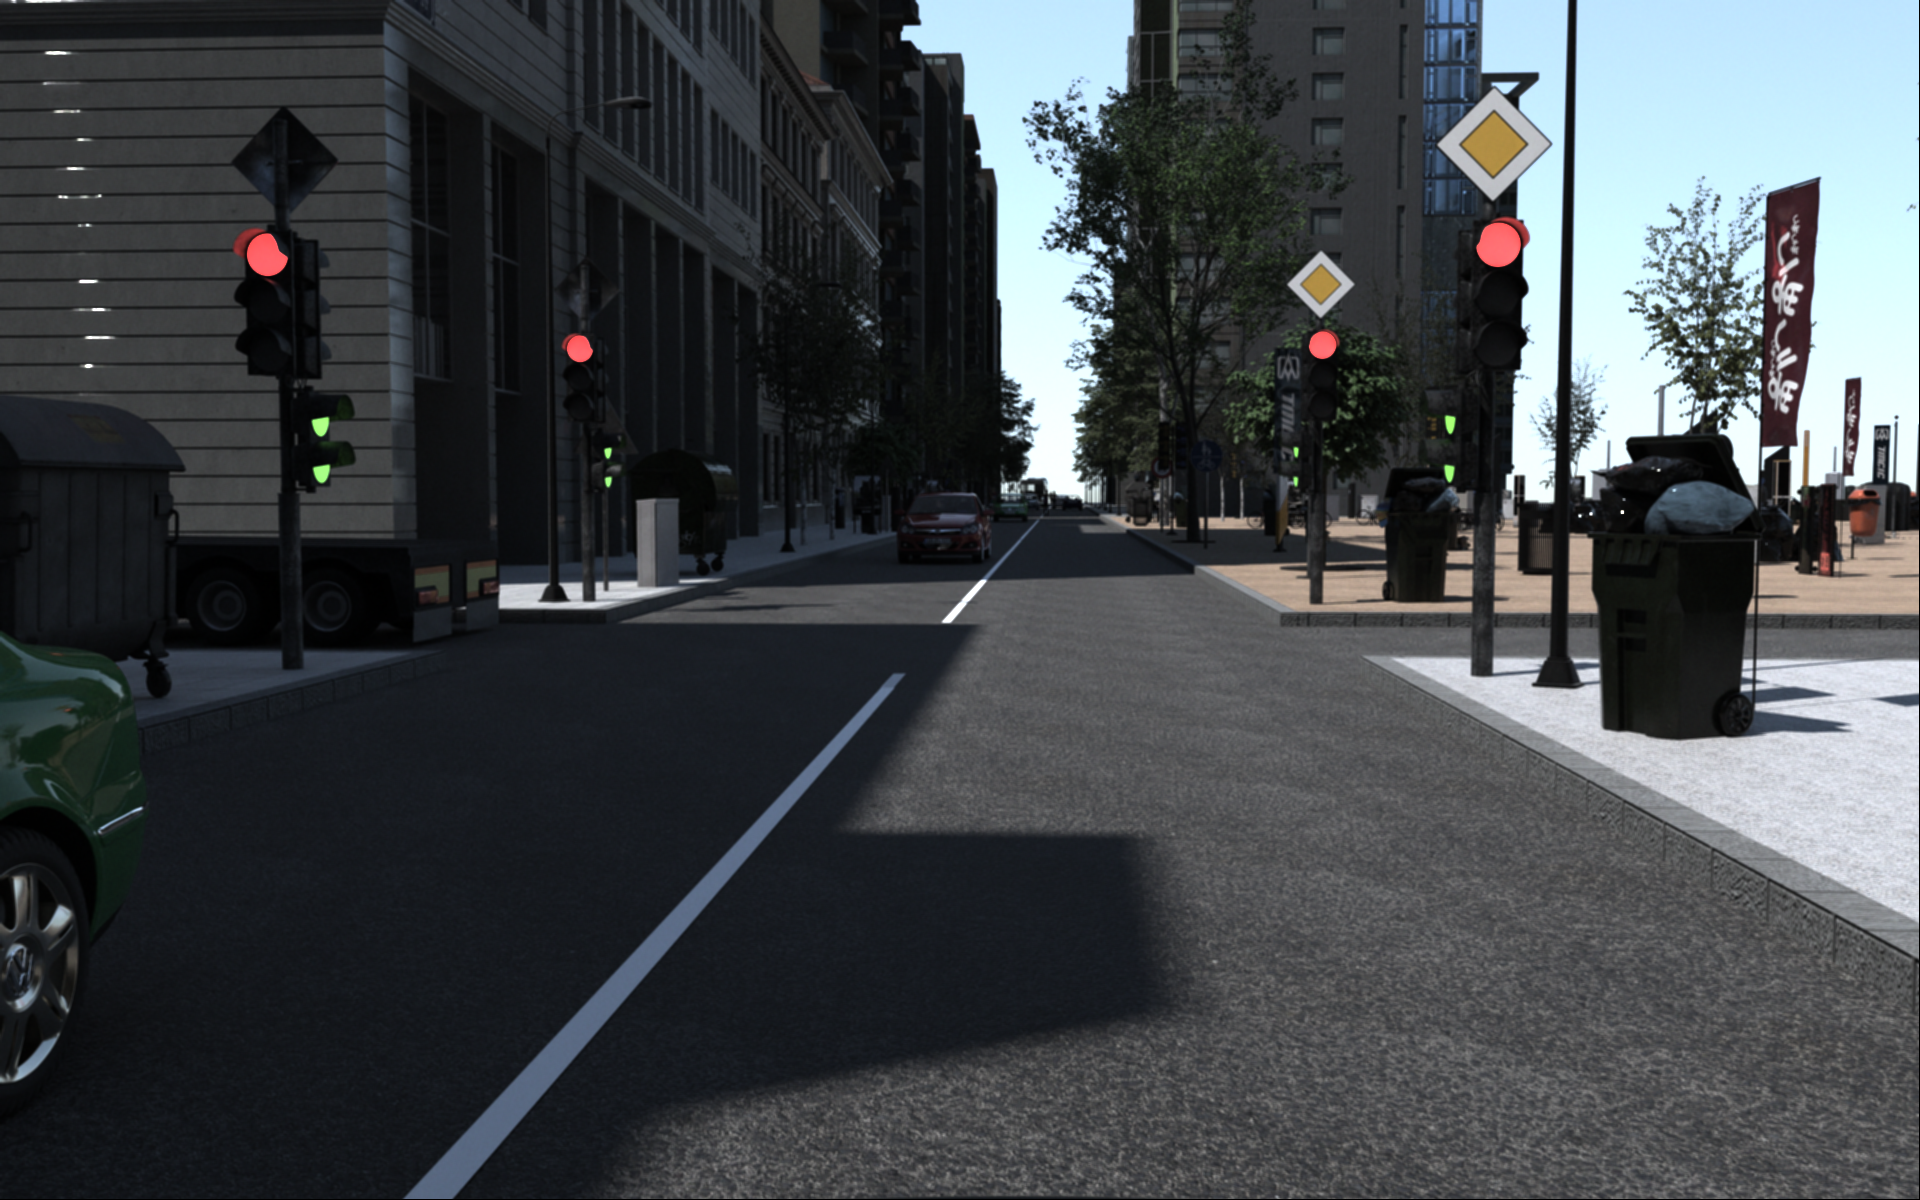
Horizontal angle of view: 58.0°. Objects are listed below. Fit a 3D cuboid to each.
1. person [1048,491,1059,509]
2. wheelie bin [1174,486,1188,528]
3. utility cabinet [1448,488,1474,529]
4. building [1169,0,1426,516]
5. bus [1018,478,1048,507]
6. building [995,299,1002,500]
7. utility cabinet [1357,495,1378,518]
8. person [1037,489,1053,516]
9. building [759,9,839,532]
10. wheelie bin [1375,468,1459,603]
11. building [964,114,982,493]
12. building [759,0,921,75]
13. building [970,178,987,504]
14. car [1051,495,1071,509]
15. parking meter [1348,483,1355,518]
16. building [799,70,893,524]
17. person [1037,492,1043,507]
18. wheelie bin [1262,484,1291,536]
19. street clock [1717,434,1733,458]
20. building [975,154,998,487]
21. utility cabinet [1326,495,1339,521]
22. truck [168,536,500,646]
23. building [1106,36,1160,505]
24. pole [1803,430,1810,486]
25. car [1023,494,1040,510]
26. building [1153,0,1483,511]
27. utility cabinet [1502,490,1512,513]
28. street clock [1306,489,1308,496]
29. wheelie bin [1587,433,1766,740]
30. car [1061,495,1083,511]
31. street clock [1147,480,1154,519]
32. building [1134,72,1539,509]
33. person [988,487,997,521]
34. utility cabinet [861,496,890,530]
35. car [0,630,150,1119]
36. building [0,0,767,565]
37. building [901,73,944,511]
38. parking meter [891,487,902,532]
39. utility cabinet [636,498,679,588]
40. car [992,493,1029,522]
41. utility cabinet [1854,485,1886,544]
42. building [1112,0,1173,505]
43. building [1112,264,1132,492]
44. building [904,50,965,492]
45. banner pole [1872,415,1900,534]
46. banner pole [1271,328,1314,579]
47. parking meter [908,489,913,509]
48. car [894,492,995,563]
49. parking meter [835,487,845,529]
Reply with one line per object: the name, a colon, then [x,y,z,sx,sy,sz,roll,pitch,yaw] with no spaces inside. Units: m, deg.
person: [8.916,-9.522,164.897,1.217,1.736,0.721,-2,4,-26]
wheelie bin: [8.571,-3.558,66.088,0.980,1.594,0.693,-2,4,-35]
utility cabinet: [18.046,-3.301,62.645,0.318,1.500,1.173,-2,4,-25]
building: [19.819,-25.790,105.269,14.154,41.232,14.086,0,4,3]
bus: [8.259,-12.045,191.800,2.948,3.499,13.247,0,4,5]
building: [-1.331,-29.094,247.390,14.160,30.474,14.107,0,4,3]
utility cabinet: [21.610,-4.931,91.783,1.020,1.237,0.306,2,4,25]
person: [5.690,-6.502,115.495,1.217,1.739,0.721,-2,4,-30]
building: [-10.909,-12.165,63.530,10.561,19.102,19.286,0,4,3]
wheelie bin: [5.469,-0.778,20.621,0.980,1.594,0.693,0,4,-4]
building: [-8.951,-33.155,196.707,22.147,44.769,28.867,0,4,3]
building: [-14.089,-27.876,110.396,22.147,44.769,28.867,0,4,3]
building: [-3.967,-32.715,218.480,14.154,41.232,14.086,0,4,3]
car: [9.860,-9.518,167.985,2.083,1.381,4.827,0,4,3]
parking meter: [20.703,-5.250,91.549,0.255,1.863,0.399,-1,4,-9]
building: [-10.015,-15.133,83.587,11.583,22.565,21.152,0,4,3]
person: [7.755,-9.658,167.872,0.593,1.643,0.415,-3,5,-40]
wheelie bin: [9.722,-2.785,53.436,0.980,1.594,0.693,-2,4,-33]
street clock: [9.084,-1.002,20.947,0.358,2.002,0.471,-1,4,-13]
building: [-2.143,-35.613,232.388,14.600,45.320,14.200,0,4,3]
utility cabinet: [17.679,-4.376,82.713,1.020,1.237,0.306,-3,5,-41]
truck: [-14.320,-1.713,17.775,18.799,4.110,2.967,0,4,4]
building: [31.560,-56.498,236.414,22.319,86.520,31.000,0,4,3]
pole: [27.005,-3.759,55.309,0.158,3.312,0.155,0,3,0]
car: [6.166,-8.722,154.604,2.014,1.417,4.499,0,4,2]
building: [25.699,-49.750,126.081,22.319,86.520,31.000,0,4,3]
utility cabinet: [27.878,-4.865,88.221,0.318,1.500,1.173,2,4,27]
street clock: [16.646,-4.770,82.567,0.358,2.002,0.471,1,4,20]
wheelie bin: [3.822,-0.084,9.274,0.693,1.594,0.980,-2,4,-24]
car: [9.818,-8.494,151.458,1.945,1.354,3.894,0,4,3]
street clock: [9.734,-5.127,88.394,0.471,2.002,0.358,2,4,25]
building: [32.027,-28.302,154.615,32.217,40.220,23.993,0,4,3]
person: [1.725,-5.222,93.855,0.580,1.828,0.573,2,4,31]
utility cabinet: [-2.988,-3.068,61.318,1.020,1.237,0.306,0,4,8]
car: [-3.081,0.377,2.638,1.959,1.807,4.718,0,4,2]
building: [-12.263,-15.924,37.850,11.434,29.767,29.804,0,4,3]
building: [-17.151,-27.283,137.950,32.217,40.220,23.993,0,4,3]
parking meter: [-2.167,-3.109,59.236,0.372,1.533,0.369,0,3,0]
utility cabinet: [-4.231,-0.801,24.252,0.306,1.237,1.020,1,4,9]
car: [2.635,-4.977,90.165,1.959,1.807,4.718,0,4,3]
utility cabinet: [23.177,-2.169,44.143,1.173,1.500,0.318,-3,5,-40]
building: [28.042,-46.391,196.743,20.563,71.187,20.611,0,4,3]
building: [26.036,-27.168,215.899,14.160,30.474,14.107,0,4,3]
building: [-6.998,-28.915,156.360,14.154,41.232,14.086,0,4,3]
banner pole: [29.510,-3.984,55.162,0.863,3.779,0.401,3,4,36]
banner pole: [5.100,-2.213,26.203,0.863,3.779,0.401,-1,4,-16]
parking meter: [-2.356,-4.646,84.380,0.372,1.533,0.369,0,3,0]
car: [-0.303,-1.726,37.261,2.155,1.783,4.494,0,4,4]
parking meter: [-4.448,-3.405,64.088,0.372,1.533,0.369,0,3,0]
